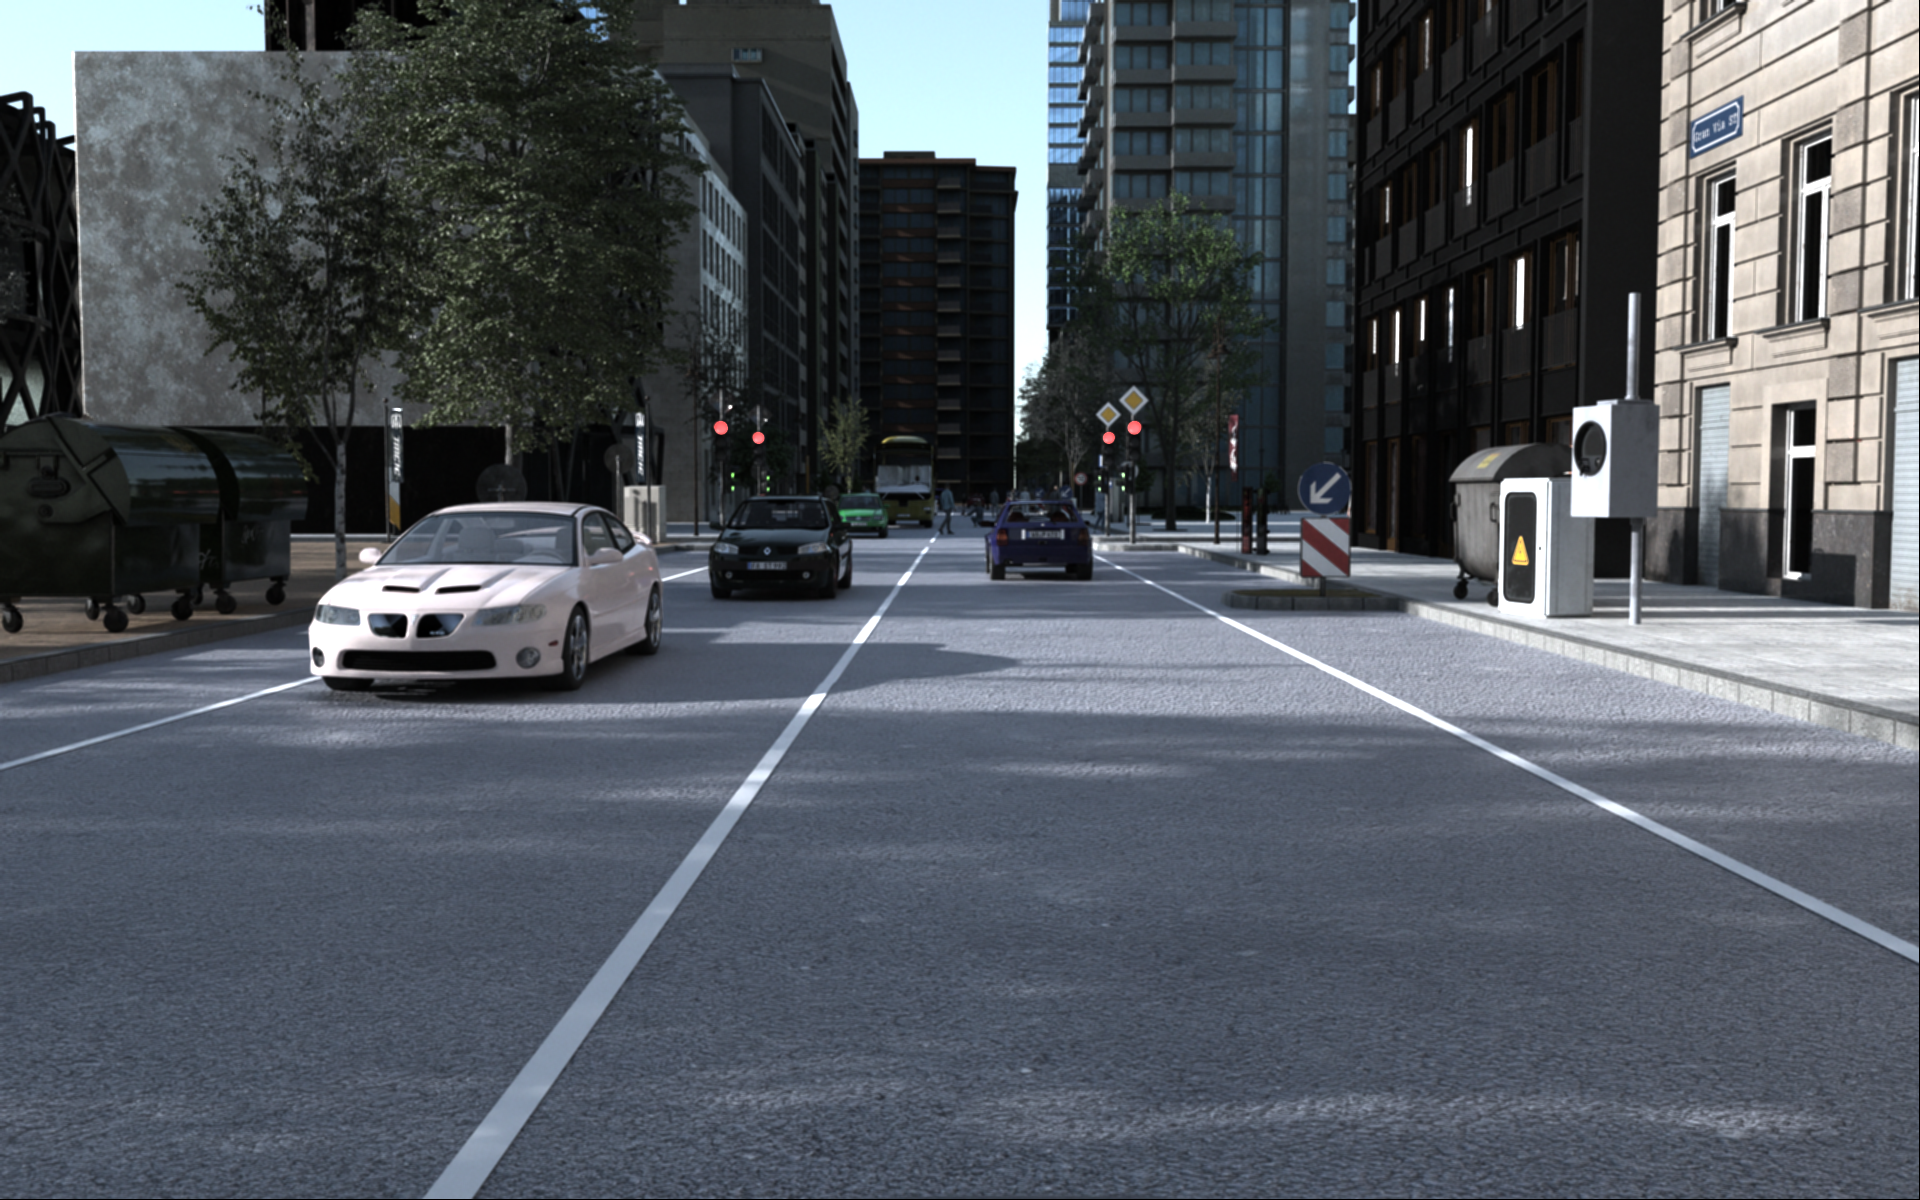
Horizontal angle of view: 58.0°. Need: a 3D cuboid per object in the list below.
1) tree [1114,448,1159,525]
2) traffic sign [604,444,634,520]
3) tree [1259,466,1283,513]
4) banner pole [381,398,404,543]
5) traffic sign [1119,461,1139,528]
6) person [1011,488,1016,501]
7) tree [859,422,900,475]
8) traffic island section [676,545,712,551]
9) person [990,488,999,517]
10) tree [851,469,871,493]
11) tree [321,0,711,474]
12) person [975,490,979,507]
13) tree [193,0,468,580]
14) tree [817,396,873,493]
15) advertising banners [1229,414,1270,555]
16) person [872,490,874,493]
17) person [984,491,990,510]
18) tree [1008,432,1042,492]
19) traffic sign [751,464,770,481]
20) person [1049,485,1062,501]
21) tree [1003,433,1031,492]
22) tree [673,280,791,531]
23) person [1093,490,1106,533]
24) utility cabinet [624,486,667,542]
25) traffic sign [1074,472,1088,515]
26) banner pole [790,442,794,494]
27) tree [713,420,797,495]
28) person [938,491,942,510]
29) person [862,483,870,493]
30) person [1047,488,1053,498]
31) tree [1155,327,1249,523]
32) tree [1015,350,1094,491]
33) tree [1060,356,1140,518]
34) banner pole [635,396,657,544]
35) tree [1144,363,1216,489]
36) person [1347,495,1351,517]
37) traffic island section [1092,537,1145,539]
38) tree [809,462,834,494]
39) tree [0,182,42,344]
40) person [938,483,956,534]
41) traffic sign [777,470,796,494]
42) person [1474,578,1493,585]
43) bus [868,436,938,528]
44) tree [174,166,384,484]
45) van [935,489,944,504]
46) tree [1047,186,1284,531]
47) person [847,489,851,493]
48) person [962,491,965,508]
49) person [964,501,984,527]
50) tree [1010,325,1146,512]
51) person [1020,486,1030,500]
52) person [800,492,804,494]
[{"bbox_3d":[7.518,-4.722,71.811,1.663,3.219,1.824,0,3,0],"label":"tree"},{"bbox_3d":[-8.601,-2.668,43.730,0.768,2.556,0.104,0,4,3],"label":"traffic sign"},{"bbox_3d":[21.500,-7.700,120.496,1.663,3.219,1.824,0,3,0],"label":"tree"},{"bbox_3d":[-14.756,-3.368,45.089,0.863,3.779,0.401,2,4,32],"label":"banner pole"},{"bbox_3d":[6.403,-4.021,65.852,0.768,2.556,0.104,0,4,2],"label":"traffic sign"},{"bbox_3d":[3.810,-7.028,123.212,0.447,1.846,0.655,0,4,-3],"label":"person"},{"bbox_3d":[-7.880,-13.629,173.197,4.360,8.622,3.978,0,3,0],"label":"tree"},{"bbox_3d":[-6.147,-1.382,44.884,2.009,0.180,2.903,0,4,0],"label":"traffic island section"},{"bbox_3d":[2.131,-5.964,106.104,0.635,1.810,0.391,2,4,28],"label":"person"},{"bbox_3d":[-8.004,-8.550,134.388,1.663,3.219,1.824,0,3,0],"label":"tree"},{"bbox_3d":[-8.696,-7.087,33.995,7.486,12.596,7.792,0,3,0],"label":"tree"},{"bbox_3d":[1.809,-10.717,183.660,1.348,1.831,0.705,-1,4,-18],"label":"person"},{"bbox_3d":[-9.325,-4.613,25.792,4.360,8.622,3.978,0,3,0],"label":"tree"},{"bbox_3d":[-8.353,-10.823,127.315,4.737,8.622,4.395,0,3,0],"label":"tree"},{"bbox_3d":[6.181,-2.507,37.175,0.090,3.025,2.074,-1,4,-15],"label":"advertising banners"},{"bbox_3d":[-9.057,-10.508,178.563,0.721,1.735,1.217,2,4,27],"label":"person"},{"bbox_3d":[2.428,-9.047,157.134,0.721,1.735,1.217,-1,4,-20],"label":"person"},{"bbox_3d":[7.598,-14.938,194.598,4.737,8.622,4.395,0,3,0],"label":"tree"},{"bbox_3d":[-7.783,-4.119,67.451,0.768,2.556,0.104,0,4,7],"label":"traffic sign"},{"bbox_3d":[4.192,-4.115,75.882,0.694,1.812,0.767,-1,4,-18],"label":"person"},{"bbox_3d":[7.243,-15.353,201.376,4.360,8.622,3.978,0,3,0],"label":"tree"},{"bbox_3d":[-8.262,-6.755,60.804,4.360,8.622,3.978,0,3,0],"label":"tree"},{"bbox_3d":[5.175,-3.348,63.512,0.793,1.790,0.793,1,4,21],"label":"person"},{"bbox_3d":[-8.287,-2.255,45.546,1.173,1.500,0.318,2,4,29],"label":"utility cabinet"},{"bbox_3d":[7.030,-6.153,100.705,0.768,2.556,0.104,0,4,3],"label":"traffic sign"},{"bbox_3d":[-8.165,-5.759,84.183,0.401,3.779,0.863,-1,4,-21],"label":"banner pole"},{"bbox_3d":[-8.214,-5.249,69.530,4.285,4.588,4.351,0,3,0],"label":"tree"},{"bbox_3d":[-1.620,-8.698,151.437,0.721,1.735,1.217,-2,4,-34],"label":"person"},{"bbox_3d":[-3.352,-3.376,63.722,0.620,1.820,0.660,0,4,4],"label":"person"},{"bbox_3d":[7.337,-7.986,137.339,1.217,1.743,0.721,3,5,40],"label":"person"},{"bbox_3d":[10.904,-7.715,76.508,4.360,8.622,3.978,0,3,0],"label":"tree"},{"bbox_3d":[8.037,-13.278,135.215,7.486,12.596,7.792,0,3,0],"label":"tree"},{"bbox_3d":[7.588,-8.752,93.455,4.360,8.622,3.978,0,3,0],"label":"tree"},{"bbox_3d":[-8.092,-3.323,44.344,0.401,3.779,0.863,-3,5,-41],"label":"banner pole"},{"bbox_3d":[12.217,-9.062,98.525,4.737,8.622,4.395,0,3,0],"label":"tree"},{"bbox_3d":[10.157,-2.295,44.317,0.466,1.731,0.760,-1,4,-14],"label":"person"},{"bbox_3d":[4.525,-1.868,52.824,2.009,0.180,2.903,0,4,0],"label":"traffic island section"},{"bbox_3d":[-8.087,-6.642,103.204,1.663,3.219,1.824,0,3,0],"label":"tree"},{"bbox_3d":[-24.981,-7.700,36.259,12.009,13.543,11.850,0,3,0],"label":"tree"},{"bbox_3d":[-0.506,-3.259,61.647,0.748,1.841,0.638,-2,4,-27],"label":"person"},{"bbox_3d":[-8.217,-5.013,81.973,0.884,2.594,0.081,0,4,7],"label":"traffic sign"},{"bbox_3d":[7.499,-1.089,24.443,0.643,1.750,0.593,-1,4,-11],"label":"person"},{"bbox_3d":[-2.394,-5.226,76.984,2.896,3.916,12.252,0,4,-1],"label":"bus"},{"bbox_3d":[-15.711,-5.475,39.880,4.737,8.622,4.395,0,3,0],"label":"tree"},{"bbox_3d":[-2.616,-11.677,195.307,2.240,2.365,5.245,0,4,1],"label":"van"},{"bbox_3d":[7.207,-8.214,60.059,9.928,11.665,9.643,0,3,0],"label":"tree"},{"bbox_3d":[-9.555,-8.700,149.110,1.217,1.723,0.721,-1,4,-8],"label":"person"},{"bbox_3d":[0.504,-10.724,184.621,0.721,1.735,1.217,1,4,12],"label":"person"},{"bbox_3d":[0.681,-3.757,75.424,1.012,1.151,0.738,-1,4,-22],"label":"person"},{"bbox_3d":[8.031,-13.005,122.995,12.009,13.543,11.850,0,3,0],"label":"tree"},{"bbox_3d":[3.513,-5.180,93.067,0.514,1.842,0.818,-1,4,-18],"label":"person"},{"bbox_3d":[-6.629,-3.811,73.413,0.503,1.515,0.523,0,4,-5],"label":"person"}]
